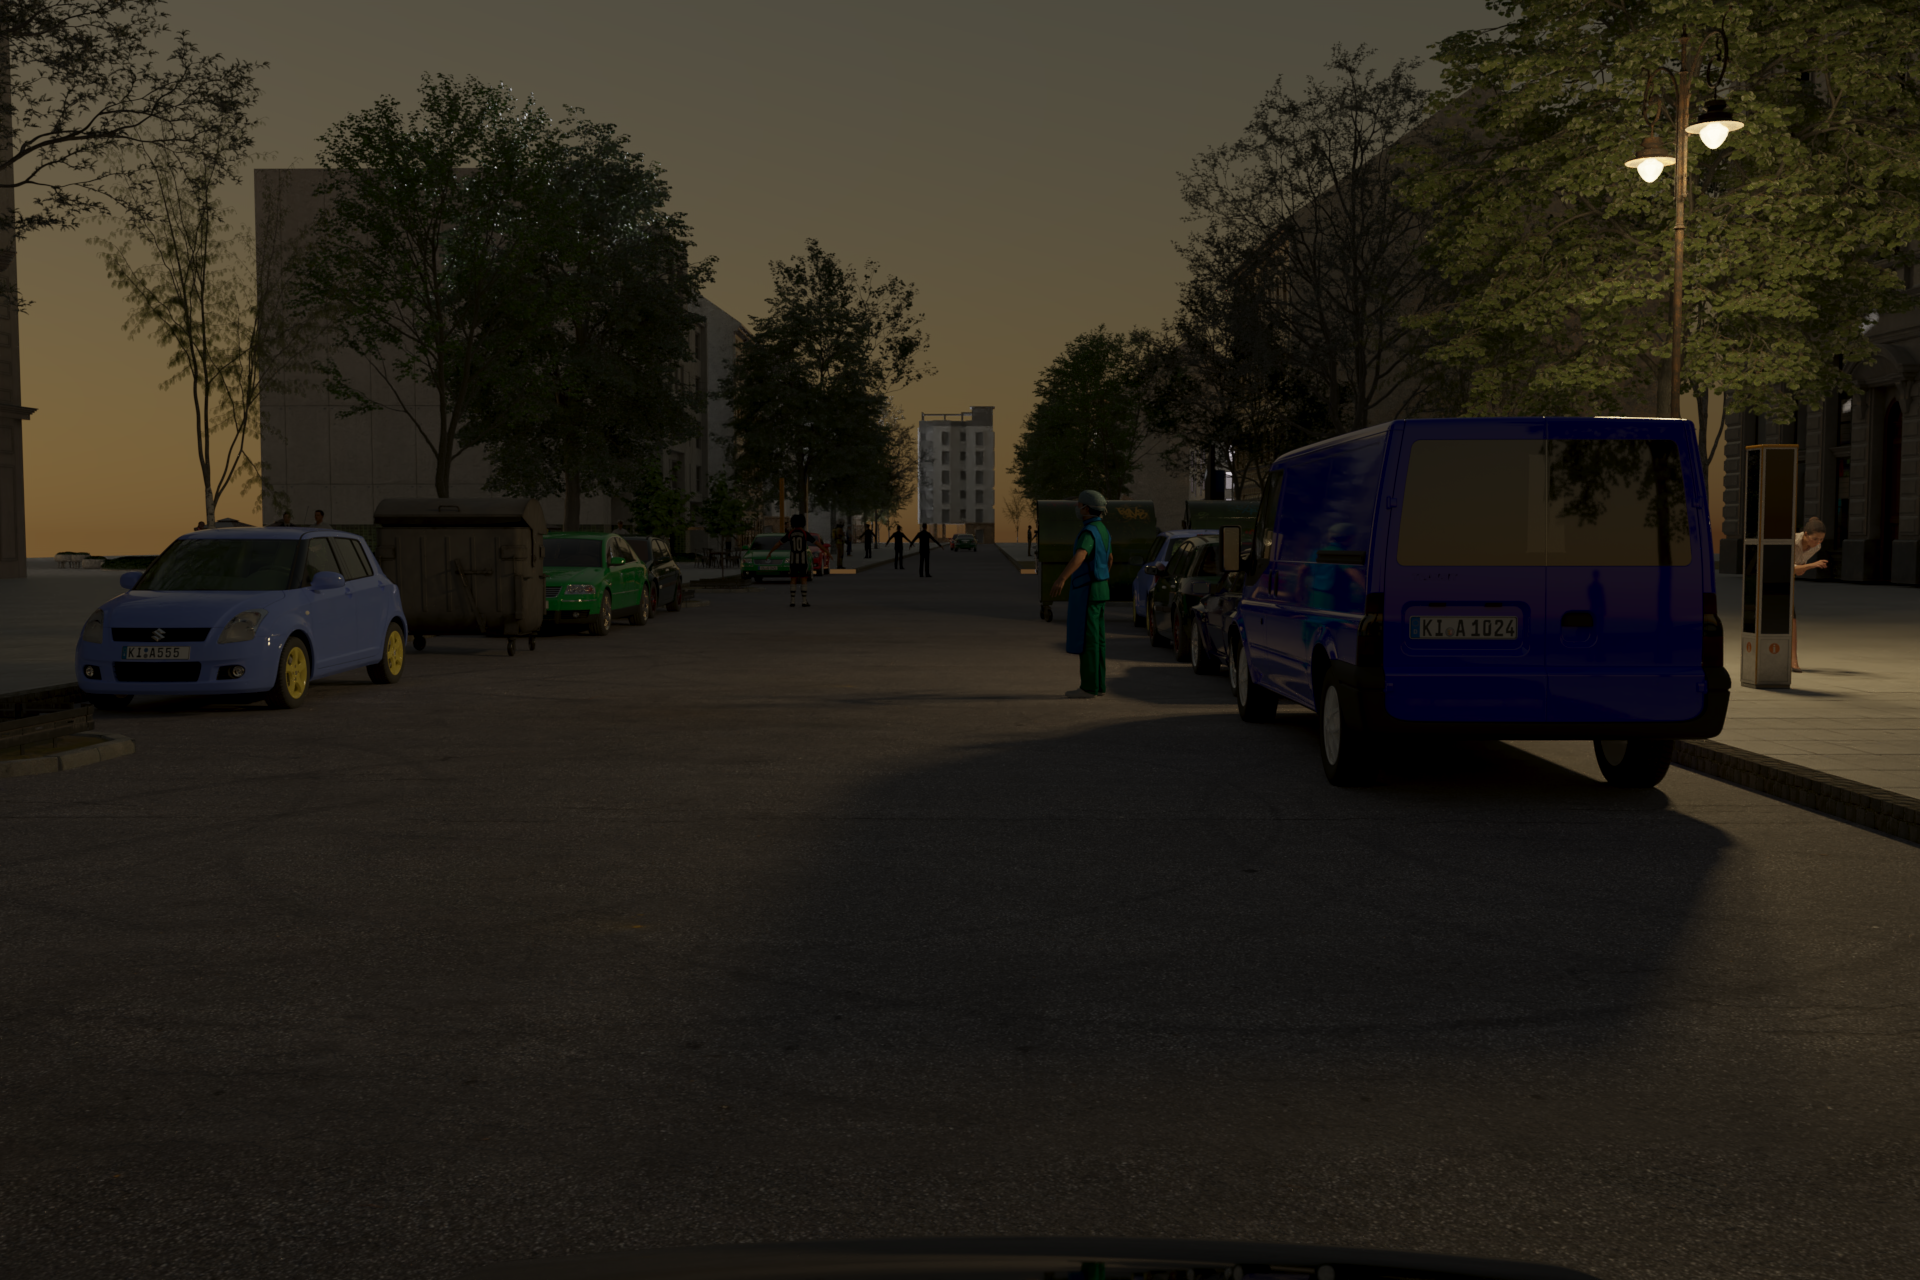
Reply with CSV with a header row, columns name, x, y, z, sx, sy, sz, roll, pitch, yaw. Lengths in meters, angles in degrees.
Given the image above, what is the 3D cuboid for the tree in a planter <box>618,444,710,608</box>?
name,x,y,z,sx,sy,sz,roll,pitch,yaw
tree in a planter,-6.060,-2.281,34.513,1.991,3.239,1.994,0,4,2

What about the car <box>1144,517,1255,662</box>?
name,x,y,z,sx,sy,sz,roll,pitch,yaw
car,3.277,-0.675,20.822,2.009,1.686,4.222,0,4,0

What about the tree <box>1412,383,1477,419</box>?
name,x,y,z,sx,sy,sz,roll,pitch,yaw
tree,22.909,-7.976,80.778,4.737,8.622,4.395,0,3,0

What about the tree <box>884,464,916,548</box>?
name,x,y,z,sx,sy,sz,roll,pitch,yaw
tree,-6.535,-13.080,164.222,4.737,8.622,4.395,0,3,0

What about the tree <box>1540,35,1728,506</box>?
name,x,y,z,sx,sy,sz,roll,pitch,yaw
tree,28.029,-12.960,67.786,12.611,20.169,13.585,0,3,0

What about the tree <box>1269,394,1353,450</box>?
name,x,y,z,sx,sy,sz,roll,pitch,yaw
tree,16.148,-8.035,81.728,4.360,8.622,3.978,0,3,0

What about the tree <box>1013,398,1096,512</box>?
name,x,y,z,sx,sy,sz,roll,pitch,yaw
tree,7.747,-13.723,142.493,7.486,12.596,7.792,0,3,0

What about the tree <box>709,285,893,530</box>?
name,x,y,z,sx,sy,sz,roll,pitch,yaw
tree,-8.099,-11.219,90.092,9.857,13.997,8.962,0,3,0

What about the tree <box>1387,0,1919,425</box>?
name,x,y,z,sx,sy,sz,roll,pitch,yaw
tree,9.400,-6.340,21.787,7.486,12.596,7.792,0,3,0

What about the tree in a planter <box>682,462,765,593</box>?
name,x,y,z,sx,sy,sz,roll,pitch,yaw
tree in a planter,-5.934,-2.813,43.210,1.991,3.239,1.994,0,4,1

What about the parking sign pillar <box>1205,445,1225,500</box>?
name,x,y,z,sx,sy,sz,roll,pitch,yaw
parking sign pillar,7.756,-3.940,52.893,1.447,3.967,1.447,0,4,1

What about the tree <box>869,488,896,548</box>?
name,x,y,z,sx,sy,sz,roll,pitch,yaw
tree,-7.484,-12.706,158.110,4.737,8.622,4.395,0,3,0

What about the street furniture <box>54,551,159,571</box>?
name,x,y,z,sx,sy,sz,roll,pitch,yaw
street furniture,-29.377,-2.965,64.108,10.072,0.657,5.734,3,5,42

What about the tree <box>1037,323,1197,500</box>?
name,x,y,z,sx,sy,sz,roll,pitch,yaw
tree,7.528,-9.689,84.173,9.928,11.665,9.643,0,3,0

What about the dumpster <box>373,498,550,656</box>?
name,x,y,z,sx,sy,sz,roll,pitch,yaw
dumpster,-5.966,-0.767,20.748,1.865,1.857,1.264,0,4,1

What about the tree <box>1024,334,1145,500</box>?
name,x,y,z,sx,sy,sz,roll,pitch,yaw
tree,7.096,-11.050,98.787,7.486,12.596,7.792,0,3,0

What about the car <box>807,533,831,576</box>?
name,x,y,z,sx,sy,sz,roll,pitch,yaw
car,-5.524,-3.123,60.108,2.155,1.783,4.494,0,4,1

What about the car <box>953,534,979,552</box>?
name,x,y,z,sx,sy,sz,roll,pitch,yaw
car,0.465,-7.944,141.689,2.131,1.459,4.920,0,4,1

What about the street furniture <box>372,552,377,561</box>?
name,x,y,z,sx,sy,sz,roll,pitch,yaw
street furniture,-25.350,-3.711,76.299,5.734,0.657,10.072,0,4,-3

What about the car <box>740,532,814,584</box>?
name,x,y,z,sx,sy,sz,roll,pitch,yaw
car,-5.387,-2.596,51.235,1.959,1.807,4.718,0,4,1

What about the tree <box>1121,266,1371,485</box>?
name,x,y,z,sx,sy,sz,roll,pitch,yaw
tree,9.590,-7.591,58.532,8.767,10.594,7.601,1,4,8

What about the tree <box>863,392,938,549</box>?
name,x,y,z,sx,sy,sz,roll,pitch,yaw
tree,-7.099,-14.554,148.331,12.009,13.543,11.850,0,3,0

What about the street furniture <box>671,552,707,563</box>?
name,x,y,z,sx,sy,sz,roll,pitch,yaw
street furniture,-15.983,-3.696,76.061,10.072,0.657,5.734,-3,4,-37

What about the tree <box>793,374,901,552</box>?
name,x,y,z,sx,sy,sz,roll,pitch,yaw
tree,-8.009,-12.525,122.912,7.486,12.596,7.792,0,3,0

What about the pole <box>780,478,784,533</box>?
name,x,y,z,sx,sy,sz,roll,pitch,yaw
pole,-6.482,-4.236,63.100,0.158,3.312,0.155,0,3,0

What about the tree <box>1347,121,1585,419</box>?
name,x,y,z,sx,sy,sz,roll,pitch,yaw
tree,9.531,-4.933,31.011,4.360,8.622,3.978,0,3,0

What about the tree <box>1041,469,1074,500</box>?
name,x,y,z,sx,sy,sz,roll,pitch,yaw
tree,7.903,-11.108,131.982,4.737,8.622,4.395,0,3,0

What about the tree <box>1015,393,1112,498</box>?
name,x,y,z,sx,sy,sz,roll,pitch,yaw
tree,7.851,-12.198,125.186,9.928,11.665,9.643,0,3,0

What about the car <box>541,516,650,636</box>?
name,x,y,z,sx,sy,sz,roll,pitch,yaw
car,-5.819,-1.037,25.758,1.959,1.807,4.718,0,4,1

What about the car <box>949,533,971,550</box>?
name,x,y,z,sx,sy,sz,roll,pitch,yaw
car,0.081,-8.785,152.679,2.155,1.783,4.494,0,4,1

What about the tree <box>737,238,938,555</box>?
name,x,y,z,sx,sy,sz,roll,pitch,yaw
tree,-7.652,-15.515,109.554,12.611,20.169,13.585,0,3,0

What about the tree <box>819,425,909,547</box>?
name,x,y,z,sx,sy,sz,roll,pitch,yaw
tree,-7.541,-12.145,132.982,7.601,10.594,8.767,-1,4,-23

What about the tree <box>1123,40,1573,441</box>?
name,x,y,z,sx,sy,sz,roll,pitch,yaw
tree,9.690,-8.098,42.771,12.009,13.543,11.850,0,3,0

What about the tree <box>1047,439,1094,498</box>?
name,x,y,z,sx,sy,sz,roll,pitch,yaw
tree,7.300,-9.753,109.829,4.360,8.622,3.978,0,3,0

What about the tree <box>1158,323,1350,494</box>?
name,x,y,z,sx,sy,sz,roll,pitch,yaw
tree,12.529,-8.351,70.948,8.767,10.594,7.601,-2,4,-28

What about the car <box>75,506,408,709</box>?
name,x,y,z,sx,sy,sz,roll,pitch,yaw
car,-6.253,-0.350,15.313,1.945,1.707,3.694,0,4,1

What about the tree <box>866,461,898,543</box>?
name,x,y,z,sx,sy,sz,roll,pitch,yaw
tree,-12.509,-20.583,254.658,7.486,12.596,7.792,0,3,0

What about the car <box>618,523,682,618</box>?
name,x,y,z,sx,sy,sz,roll,pitch,yaw
car,-6.034,-1.275,30.636,2.009,1.686,4.222,0,4,1

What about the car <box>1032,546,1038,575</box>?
name,x,y,z,sx,sy,sz,roll,pitch,yaw
car,3.660,-3.066,62.490,2.083,1.381,4.827,0,4,1

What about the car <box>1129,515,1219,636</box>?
name,x,y,z,sx,sy,sz,roll,pitch,yaw
car,3.489,-0.978,25.579,1.945,1.707,3.694,0,4,1

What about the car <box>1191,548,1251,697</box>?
name,x,y,z,sx,sy,sz,roll,pitch,yaw
car,3.251,-0.242,16.531,1.945,1.354,3.894,0,4,0

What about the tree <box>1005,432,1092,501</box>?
name,x,y,z,sx,sy,sz,roll,pitch,yaw
tree,8.207,-14.356,160.471,9.928,11.665,9.643,0,3,0
